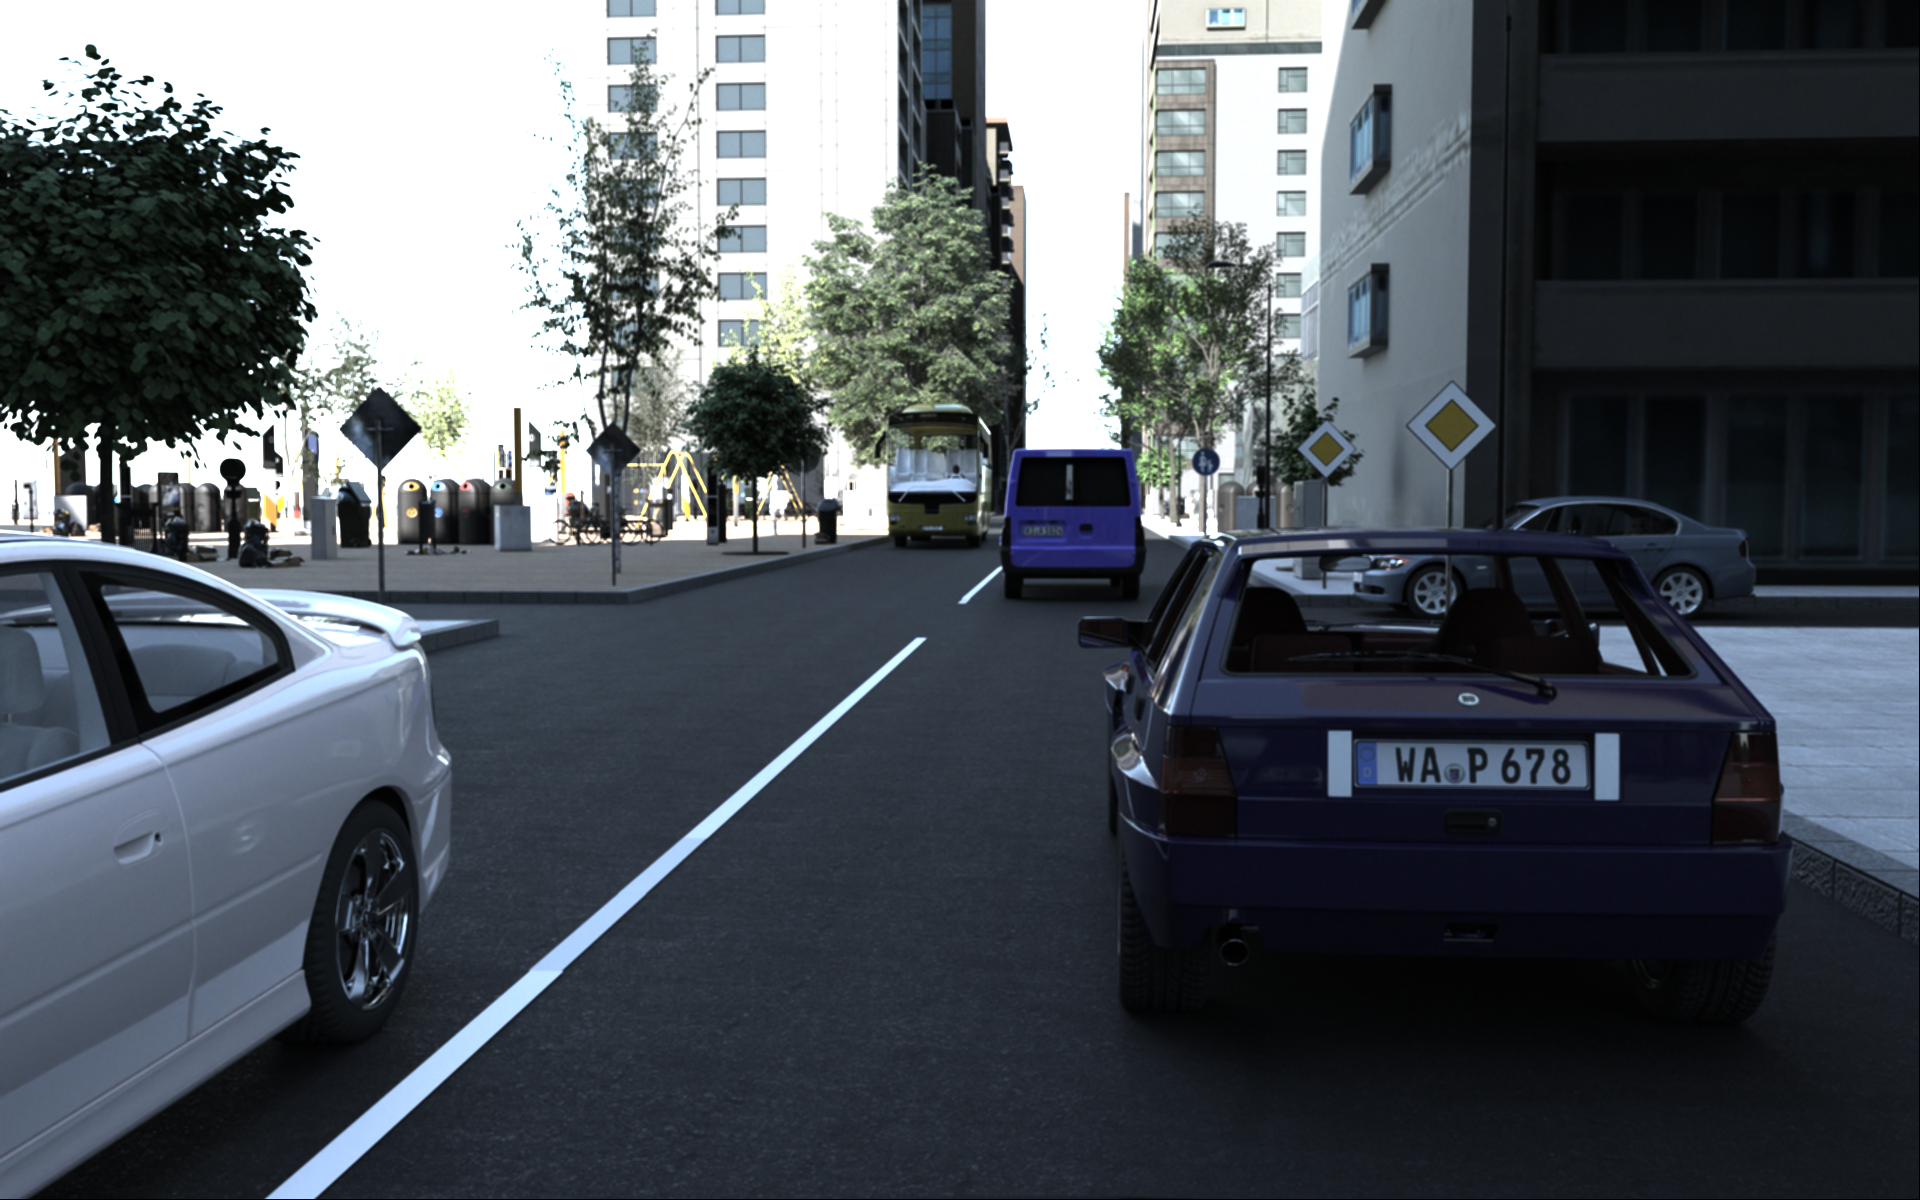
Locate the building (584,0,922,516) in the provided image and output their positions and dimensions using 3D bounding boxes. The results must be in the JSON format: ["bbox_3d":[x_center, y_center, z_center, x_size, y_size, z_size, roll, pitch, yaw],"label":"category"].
[{"bbox_3d":[-10.797,-41.033,109.141,20.563,71.187,20.611,0,4,4],"label":"building"}]

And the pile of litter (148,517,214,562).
[{"bbox_3d":[-14.654,-1.158,32.901,1.176,0.858,1.719,3,5,40],"label":"pile of litter"}]

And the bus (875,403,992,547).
[{"bbox_3d":[-0.477,-3.595,50.329,2.896,3.916,12.252,0,4,2],"label":"bus"}]

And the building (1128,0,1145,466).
[{"bbox_3d":[29.756,-40.030,196.493,21.231,58.520,28.212,0,4,4],"label":"building"}]

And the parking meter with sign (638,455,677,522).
[{"bbox_3d":[-13.654,-5.014,78.233,1.738,3.016,0.543,-1,4,-10],"label":"parking meter with sign"}]

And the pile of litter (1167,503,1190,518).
[{"bbox_3d":[11.669,-4.727,91.256,1.719,0.858,1.176,0,4,7],"label":"pile of litter"}]

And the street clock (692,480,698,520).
[{"bbox_3d":[-13.306,-5.043,87.028,0.358,2.002,0.471,-1,4,-13],"label":"street clock"}]

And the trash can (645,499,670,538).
[{"bbox_3d":[-8.833,-2.384,50.633,0.748,1.137,0.748,0,3,0],"label":"trash can"}]

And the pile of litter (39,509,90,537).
[{"bbox_3d":[-26.985,-2.316,51.825,1.719,0.858,1.176,-2,4,-29],"label":"pile of litter"}]

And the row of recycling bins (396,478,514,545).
[{"bbox_3d":[-12.786,-2.270,44.231,3.534,1.692,1.069,1,4,16],"label":"row of recycling bins"}]

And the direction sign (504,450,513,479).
[{"bbox_3d":[-23.344,-5.948,89.241,0.876,3.537,0.379,2,4,33],"label":"direction sign"}]

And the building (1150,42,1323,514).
[{"bbox_3d":[19.680,-20.986,114.820,14.160,30.474,14.107,0,4,4],"label":"building"}]

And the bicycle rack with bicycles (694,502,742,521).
[{"bbox_3d":[-10.816,-4.195,81.972,2.925,0.926,2.852,1,4,13],"label":"bicycle rack with bicycles"}]

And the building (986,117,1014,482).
[{"bbox_3d":[-5.166,-33.240,198.099,22.147,44.769,28.867,0,4,4],"label":"building"}]

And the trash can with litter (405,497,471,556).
[{"bbox_3d":[-11.125,-1.600,37.211,1.678,1.210,2.233,1,4,16],"label":"trash can with litter"}]

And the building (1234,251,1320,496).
[{"bbox_3d":[24.860,-46.632,75.110,22.319,86.520,31.000,0,4,4],"label":"building"}]

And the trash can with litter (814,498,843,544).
[{"bbox_3d":[-3.406,-2.031,44.589,0.624,1.170,1.055,0,4,8],"label":"trash can with litter"}]

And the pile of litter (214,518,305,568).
[{"bbox_3d":[-12.253,-1.032,30.830,1.176,0.858,1.719,0,4,2],"label":"pile of litter"}]

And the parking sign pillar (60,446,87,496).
[{"bbox_3d":[-43.319,-5.870,84.443,1.447,3.967,1.447,3,4,38],"label":"parking sign pillar"}]

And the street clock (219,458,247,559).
[{"bbox_3d":[-14.467,-1.831,34.502,0.471,2.002,0.358,1,4,12],"label":"street clock"}]

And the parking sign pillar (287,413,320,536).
[{"bbox_3d":[-20.216,-4.003,53.915,1.447,3.967,1.447,-1,4,-16],"label":"parking sign pillar"}]

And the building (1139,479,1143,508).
[{"bbox_3d":[24.118,-29.389,164.105,14.154,41.232,14.086,0,4,4],"label":"building"}]

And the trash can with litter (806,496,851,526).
[{"bbox_3d":[-5.101,-3.574,69.499,1.678,1.210,2.233,-2,4,-25],"label":"trash can with litter"}]

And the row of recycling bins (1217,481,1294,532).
[{"bbox_3d":[9.995,-2.965,55.592,3.534,1.692,1.069,-1,4,-13],"label":"row of recycling bins"}]

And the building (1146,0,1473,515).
[{"bbox_3d":[25.392,-31.072,131.725,21.300,48.544,21.600,0,4,4],"label":"building"}]

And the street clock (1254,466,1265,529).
[{"bbox_3d":[7.670,-2.419,44.117,0.358,2.002,0.471,0,4,8],"label":"street clock"}]

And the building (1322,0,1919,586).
[{"bbox_3d":[18.093,-24.972,31.991,21.600,48.544,21.300,0,4,4],"label":"building"}]

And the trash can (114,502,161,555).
[{"bbox_3d":[-14.278,-1.127,30.080,0.748,1.137,0.748,0,3,0],"label":"trash can"}]

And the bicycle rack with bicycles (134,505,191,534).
[{"bbox_3d":[-26.075,-2.599,55.877,2.852,0.926,2.925,-1,4,-8],"label":"bicycle rack with bicycles"}]

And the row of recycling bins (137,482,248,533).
[{"bbox_3d":[-25.655,-3.132,58.328,3.534,1.692,1.069,1,4,9],"label":"row of recycling bins"}]

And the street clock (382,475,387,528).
[{"bbox_3d":[-21.873,-3.730,65.561,0.358,2.002,0.471,0,3,0],"label":"street clock"}]

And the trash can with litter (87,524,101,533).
[{"bbox_3d":[-28.492,-2.828,57.618,1.055,1.170,0.624,0,4,-5],"label":"trash can with litter"}]

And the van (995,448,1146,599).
[{"bbox_3d":[1.601,-1.284,25.381,2.240,2.365,5.245,0,4,2],"label":"van"}]

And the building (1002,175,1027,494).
[{"bbox_3d":[2.317,-36.339,244.248,14.600,45.320,14.200,0,4,4],"label":"building"}]

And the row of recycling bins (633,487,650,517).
[{"bbox_3d":[-17.562,-5.543,97.740,1.069,1.692,3.534,-2,4,-27],"label":"row of recycling bins"}]

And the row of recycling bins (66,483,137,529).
[{"bbox_3d":[-31.217,-3.480,64.003,1.069,1.692,3.534,2,4,30],"label":"row of recycling bins"}]

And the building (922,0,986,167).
[{"bbox_3d":[-5.150,-30.048,141.398,14.600,45.320,14.200,0,4,4],"label":"building"}]

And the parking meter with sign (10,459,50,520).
[{"bbox_3d":[-45.808,-5.446,85.298,1.738,3.016,0.543,-1,4,-14],"label":"parking meter with sign"}]

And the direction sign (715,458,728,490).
[{"bbox_3d":[-13.179,-6.319,95.319,0.876,3.537,0.379,0,4,5],"label":"direction sign"}]

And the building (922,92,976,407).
[{"bbox_3d":[-6.249,-21.757,127.428,14.160,30.474,14.107,0,4,4],"label":"building"}]

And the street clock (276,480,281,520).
[{"bbox_3d":[-34.474,-5.061,87.310,0.471,2.002,0.358,-2,4,-35],"label":"street clock"}]

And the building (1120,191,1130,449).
[{"bbox_3d":[30.160,-36.611,248.700,14.600,45.320,14.200,0,4,4],"label":"building"}]

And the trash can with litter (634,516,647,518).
[{"bbox_3d":[-16.624,-5.097,94.400,2.233,1.210,1.678,0,4,5],"label":"trash can with litter"}]

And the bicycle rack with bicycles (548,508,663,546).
[{"bbox_3d":[-8.941,-1.864,43.861,2.925,0.926,2.852,-1,4,-13],"label":"bicycle rack with bicycles"}]

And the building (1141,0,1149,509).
[{"bbox_3d":[22.783,-30.570,149.923,14.600,45.320,14.200,0,4,4],"label":"building"}]

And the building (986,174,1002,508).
[{"bbox_3d":[-3.555,-23.498,155.901,14.160,30.474,14.107,0,4,4],"label":"building"}]
